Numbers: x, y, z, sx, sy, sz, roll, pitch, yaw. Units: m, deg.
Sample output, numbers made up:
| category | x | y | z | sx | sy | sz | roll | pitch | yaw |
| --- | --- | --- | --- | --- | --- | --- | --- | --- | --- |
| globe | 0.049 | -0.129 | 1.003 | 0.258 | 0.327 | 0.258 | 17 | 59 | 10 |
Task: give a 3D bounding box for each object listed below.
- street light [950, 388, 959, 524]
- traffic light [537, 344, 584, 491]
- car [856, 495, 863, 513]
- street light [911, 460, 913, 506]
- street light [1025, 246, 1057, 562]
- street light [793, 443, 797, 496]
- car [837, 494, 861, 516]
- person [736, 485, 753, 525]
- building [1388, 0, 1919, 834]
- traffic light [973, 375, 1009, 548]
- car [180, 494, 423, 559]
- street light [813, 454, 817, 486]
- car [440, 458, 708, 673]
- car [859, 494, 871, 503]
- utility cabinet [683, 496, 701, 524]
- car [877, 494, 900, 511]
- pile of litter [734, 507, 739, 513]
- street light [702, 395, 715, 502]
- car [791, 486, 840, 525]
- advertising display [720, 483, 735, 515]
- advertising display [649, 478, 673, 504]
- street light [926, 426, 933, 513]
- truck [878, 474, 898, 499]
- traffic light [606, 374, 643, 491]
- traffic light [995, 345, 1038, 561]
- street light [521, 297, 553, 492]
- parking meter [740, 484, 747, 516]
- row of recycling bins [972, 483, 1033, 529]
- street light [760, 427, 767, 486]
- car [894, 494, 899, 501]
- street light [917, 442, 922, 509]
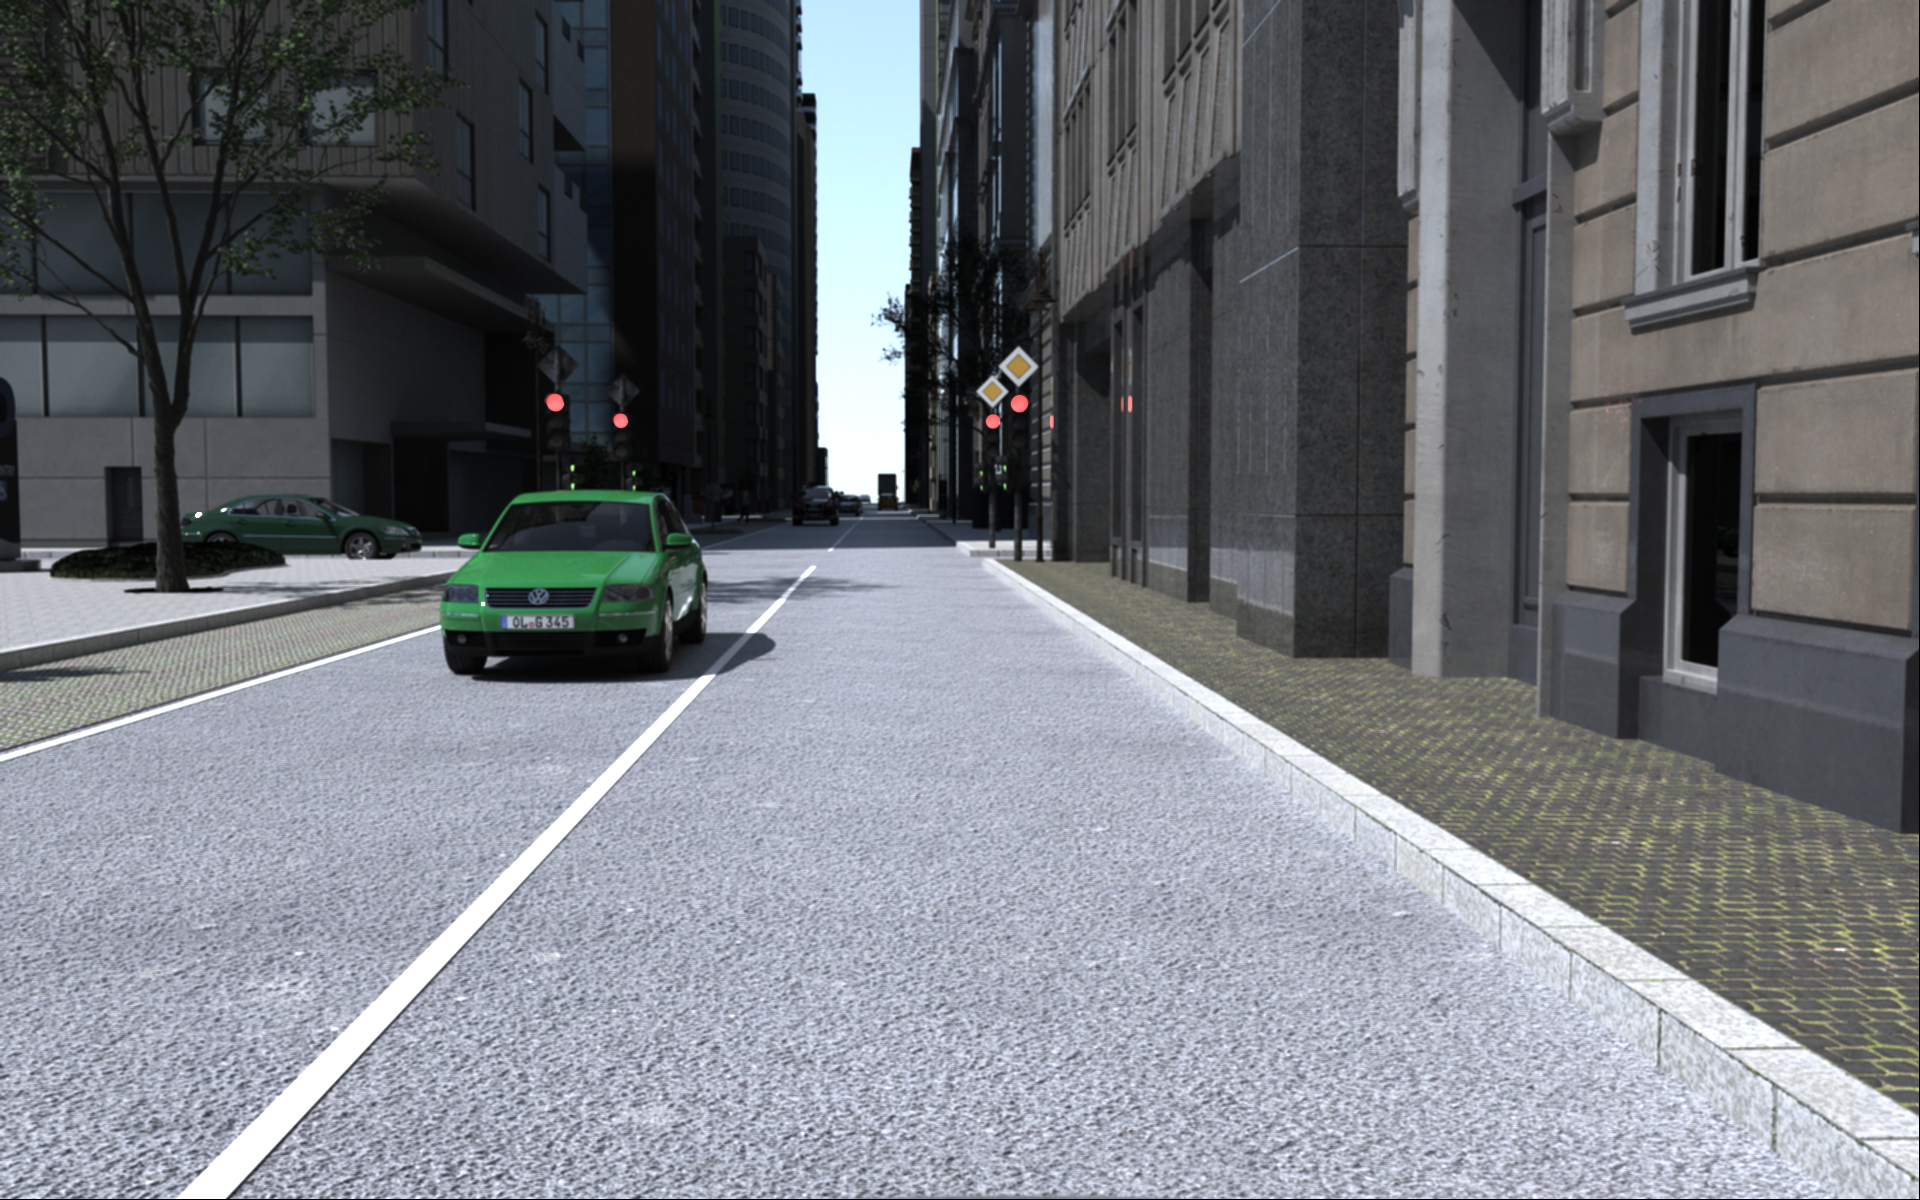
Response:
| category | x | y | z | sx | sy | sz | roll | pitch | yaw |
| --- | --- | --- | --- | --- | --- | --- | --- | --- | --- |
| street light | -0.256 | -6.273 | 75.351 | 0.468 | 5.910 | 1.993 | 0 | 4 | -2 |
| traffic light | -7.514 | -2.667 | 32.522 | 0.839 | 4.253 | 0.868 | 0 | 4 | -2 |
| car | -8.333 | -7.216 | 130.343 | 2.083 | 1.381 | 4.827 | 0 | 4 | -1 |
| street light | -5.323 | -13.415 | 192.119 | 0.468 | 5.910 | 1.993 | 0 | 4 | -2 |
| street light | 1.508 | -3.656 | 32.563 | 0.468 | 5.910 | 1.993 | 0 | 4 | -2 |
| street light | -14.930 | -11.280 | 157.208 | 0.468 | 5.910 | 1.993 | 0 | 4 | -2 |
| car | -7.497 | -6.251 | 114.211 | 2.014 | 1.417 | 4.499 | 0 | 4 | -2 |
| person | -10.093 | -4.442 | 80.977 | 0.795 | 1.843 | 0.661 | 0 | 4 | 1 |
| building | 9.886 | -13.269 | 2.861 | 13.634 | 28.700 | 20.117 | 0 | 4 | -2 |
| traffic light | 0.743 | -3.178 | 40.887 | 0.839 | 4.253 | 0.868 | 0 | 4 | -2 |
| car | -13.883 | -1.515 | 36.563 | 4.920 | 1.459 | 2.131 | 0 | 4 | -4 |
| street light | -16.791 | -13.910 | 200.209 | 0.468 | 5.910 | 1.993 | 0 | 4 | -2 |
| car | -3.282 | -0.397 | 15.280 | 1.959 | 1.807 | 4.718 | 0 | 4 | -3 |
| car | -14.918 | -15.827 | 271.138 | 2.083 | 1.381 | 4.827 | 0 | 4 | -3 |
| utility cabinet | -11.692 | -3.952 | 75.775 | 0.306 | 1.237 | 1.020 | 2 | 4 | 25 |
| car | -6.273 | -8.611 | 151.009 | 2.015 | 1.641 | 3.980 | 0 | 4 | -1 |
| pile of litter | -15.317 | -6.131 | 114.212 | 1.719 | 0.858 | 1.176 | -2 | 4 | -24 |
| street light | -11.709 | -6.615 | 80.942 | 0.468 | 5.910 | 1.993 | 0 | 4 | -2 |
| car | -6.713 | -4.412 | 80.807 | 2.281 | 1.827 | 5.304 | 0 | 4 | -2 |
| advertising display | -13.955 | -6.037 | 103.916 | 0.974 | 1.923 | 0.123 | 2 | 4 | 28 |
| advertising display | -11.730 | -3.835 | 67.923 | 0.974 | 1.923 | 0.123 | 1 | 4 | 13 |
| street light | -2.059 | -8.726 | 115.453 | 0.468 | 5.910 | 1.993 | 0 | 4 | -2 |
| truck | -10.210 | -15.600 | 243.972 | 2.839 | 4.237 | 11.283 | 0 | 4 | -1 |
| traffic light | -7.860 | -3.155 | 40.500 | 0.839 | 4.253 | 0.868 | 0 | 4 | -2 |
| traffic light | 1.088 | -2.690 | 32.909 | 0.839 | 4.253 | 0.868 | 0 | 4 | -2 |
| street light | -9.947 | -4.164 | 40.877 | 0.468 | 5.910 | 1.993 | 0 | 4 | -2 |
| parking meter | -12.775 | -5.911 | 102.353 | 0.255 | 1.863 | 0.399 | -3 | 4 | -38 |
| row of recycling bins | 2.186 | -3.510 | 64.497 | 3.534 | 1.692 | 1.069 | 1 | 4 | 10 |
| street light | -13.253 | -8.829 | 117.139 | 0.468 | 5.910 | 1.993 | 0 | 4 | -2 |
| car | -8.715 | -12.523 | 216.553 | 2.131 | 1.459 | 4.920 | 0 | 4 | -1 |
| street light | -3.574 | -10.964 | 152.054 | 0.468 | 5.910 | 1.993 | 0 | 4 | -2 |
